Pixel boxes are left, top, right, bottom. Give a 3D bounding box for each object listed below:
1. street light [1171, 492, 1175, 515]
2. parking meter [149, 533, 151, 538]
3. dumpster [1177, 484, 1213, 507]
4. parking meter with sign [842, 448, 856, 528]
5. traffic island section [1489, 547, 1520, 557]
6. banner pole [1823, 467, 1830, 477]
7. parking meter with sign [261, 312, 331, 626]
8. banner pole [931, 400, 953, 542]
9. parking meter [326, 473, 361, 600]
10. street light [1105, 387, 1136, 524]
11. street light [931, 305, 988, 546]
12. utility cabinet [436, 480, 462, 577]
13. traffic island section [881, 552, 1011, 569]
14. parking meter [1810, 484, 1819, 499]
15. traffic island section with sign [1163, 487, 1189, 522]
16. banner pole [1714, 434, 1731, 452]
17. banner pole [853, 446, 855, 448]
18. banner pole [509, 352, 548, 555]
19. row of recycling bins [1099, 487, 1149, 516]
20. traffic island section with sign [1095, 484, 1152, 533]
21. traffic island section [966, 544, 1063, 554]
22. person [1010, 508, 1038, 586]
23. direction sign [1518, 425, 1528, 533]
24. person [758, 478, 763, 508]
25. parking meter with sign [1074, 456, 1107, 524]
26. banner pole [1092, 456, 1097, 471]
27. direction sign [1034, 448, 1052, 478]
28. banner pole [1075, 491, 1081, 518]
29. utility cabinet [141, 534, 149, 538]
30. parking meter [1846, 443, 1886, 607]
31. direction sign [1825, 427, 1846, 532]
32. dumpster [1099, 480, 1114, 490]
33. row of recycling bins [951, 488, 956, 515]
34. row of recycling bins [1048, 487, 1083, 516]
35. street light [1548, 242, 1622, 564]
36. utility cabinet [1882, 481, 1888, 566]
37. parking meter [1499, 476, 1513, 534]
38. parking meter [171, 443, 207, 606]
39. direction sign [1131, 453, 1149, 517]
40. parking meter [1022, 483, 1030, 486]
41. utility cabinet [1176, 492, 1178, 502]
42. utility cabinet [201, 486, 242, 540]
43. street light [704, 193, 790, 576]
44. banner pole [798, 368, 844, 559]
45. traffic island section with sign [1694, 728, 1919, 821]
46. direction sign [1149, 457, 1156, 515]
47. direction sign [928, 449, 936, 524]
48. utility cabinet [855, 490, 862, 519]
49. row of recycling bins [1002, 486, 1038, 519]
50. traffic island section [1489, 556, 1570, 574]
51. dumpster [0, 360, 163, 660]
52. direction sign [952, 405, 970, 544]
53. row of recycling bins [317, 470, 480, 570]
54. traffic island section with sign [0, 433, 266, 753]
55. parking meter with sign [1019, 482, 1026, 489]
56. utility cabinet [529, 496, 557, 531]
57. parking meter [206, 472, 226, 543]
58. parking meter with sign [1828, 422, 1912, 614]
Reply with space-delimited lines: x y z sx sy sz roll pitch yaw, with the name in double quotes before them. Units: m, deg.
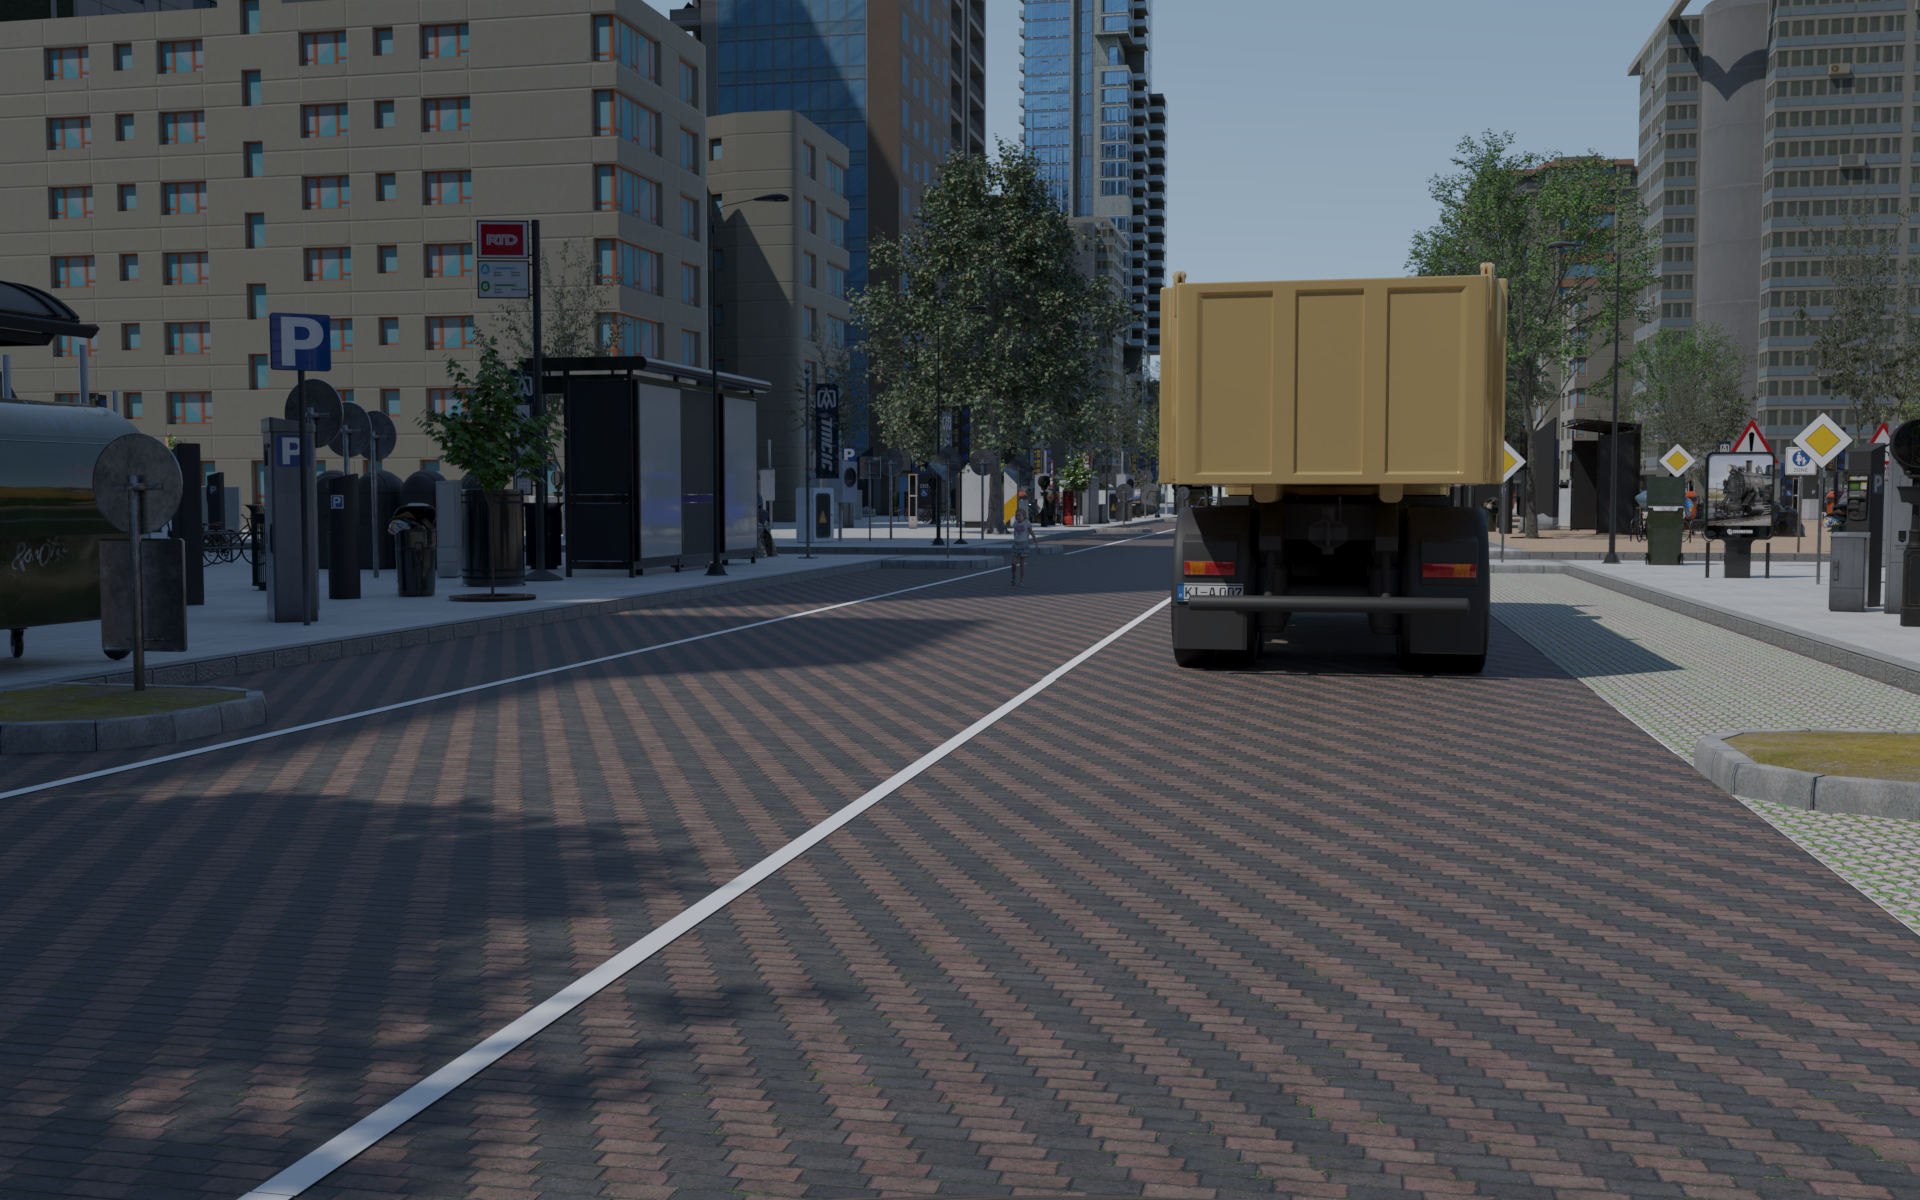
"street light" 13.816 -8.229 107.084 1.470 5.913 1.316 1 4 12
"parking meter" -10.856 -1.052 22.909 0.255 1.863 0.399 -2 4 -26
"dumpster" 12.944 -5.530 95.365 1.985 2.255 1.502 1 4 10
"parking meter with sign" -4.255 -4.278 66.213 0.543 3.016 1.738 0 4 -5
"traffic island section" 11.859 -1.102 40.295 2.009 0.180 2.903 1 4 12
"banner pole" 38.235 -5.287 76.466 0.863 3.779 0.401 -3 4 -38
"parking meter with sign" -6.772 -1.302 17.544 0.543 3.016 1.738 -2 4 -29
"banner pole" -0.443 -3.428 46.062 0.401 3.779 0.863 3 4 37
"parking meter" -7.543 -0.782 21.196 0.372 1.533 0.369 0 3 0
"street light" 6.899 -6.270 75.060 1.470 5.913 1.316 1 4 12
"street light" -0.009 -4.304 42.907 1.470 5.913 1.316 1 4 12
"utility cabinet" -7.948 -1.118 26.951 0.318 1.500 1.173 -1 4 -11
"traffic island section" -0.264 -0.760 34.714 2.009 0.180 2.903 1 4 12
"parking meter" 49.481 -5.786 100.308 0.255 1.863 0.399 -2 4 -33
"traffic island section with sign" 11.767 -5.043 91.081 1.989 1.847 2.006 1 4 12
"banner pole" 31.766 -5.037 72.364 0.401 3.779 0.863 -3 5 -41
"banner pole" -5.141 -5.449 79.111 0.863 3.779 0.401 1 4 22
"banner pole" -7.568 -2.485 30.648 0.863 3.779 0.401 0 4 -1
"row of recycling bins" 9.172 -5.705 100.394 3.534 1.692 1.069 0 4 0
"traffic island section with sign" 6.148 -3.430 64.715 1.989 1.847 2.006 1 4 12
"traffic island section" 1.404 -1.238 42.524 2.009 0.180 2.903 1 4 12
"person" 1.005 -0.827 27.029 0.505 1.210 0.382 1 4 23
"direction sign" 18.548 -3.967 56.859 0.379 3.537 0.876 3 5 43
"person" -4.953 -2.032 41.741 0.654 1.822 0.581 1 4 11
"parking meter with sign" 5.596 -4.740 73.768 0.543 3.016 1.738 3 5 41
"banner pole" 8.881 -7.600 114.269 0.401 3.779 0.863 -1 4 -19
"direction sign" 4.039 -5.678 84.825 0.876 3.537 0.379 1 4 10
"banner pole" 6.588 -6.421 95.000 0.401 3.779 0.863 2 4 33
"utility cabinet" -9.738 -0.547 20.099 0.306 1.237 1.020 0 4 -6
"parking meter" 10.288 -0.855 19.695 0.399 1.863 0.255 -3 4 -36
"direction sign" 29.634 -4.079 58.687 0.876 3.537 0.379 -1 4 -22
"dumpster" 8.833 -6.422 107.492 1.502 2.255 1.985 1 4 12
"row of recycling bins" 1.101 -6.037 105.818 3.534 1.692 1.069 -1 4 -22
"row of recycling bins" 5.749 -5.916 103.831 3.534 1.692 1.069 2 4 32
"street light" 11.506 -3.632 31.922 1.470 5.913 1.316 1 4 12
"utility cabinet" 16.321 -1.335 30.510 1.173 1.500 0.318 -3 4 -36
"parking meter" 17.528 -3.053 55.620 0.255 1.863 0.399 -2 4 -31
"parking meter" -8.946 -0.876 20.041 0.255 1.863 0.399 -3 5 -39
"direction sign" 9.890 -6.376 96.252 0.876 3.537 0.379 -1 4 -17
"parking meter" 3.527 -5.342 93.050 0.399 1.863 0.255 -2 4 -32
"utility cabinet" 14.768 -6.485 114.712 1.173 1.500 0.318 -1 4 -15
"utility cabinet" -20.325 -2.369 47.412 1.173 1.500 0.318 -1 4 -11
"street light" -3.315 -3.332 27.015 1.470 5.913 1.316 1 4 12
"banner pole" -2.800 -2.717 34.440 0.863 3.779 0.401 0 4 2
"traffic island section with sign" 4.725 0.015 8.389 1.989 1.847 2.006 1 4 12
"direction sign" 11.547 -6.955 105.706 0.876 3.537 0.379 -1 4 -21
"direction sign" -1.166 -4.967 73.208 0.379 3.537 0.876 0 4 4
"utility cabinet" -5.078 -4.793 87.039 0.318 1.500 1.173 0 4 -1
"row of recycling bins" 1.834 -4.709 84.105 3.534 1.692 1.069 0 4 -4
"traffic island section" 10.192 -0.624 32.485 2.009 0.180 2.903 1 4 12
"dumpster" -7.069 -0.620 12.628 1.502 2.255 1.985 1 4 12
"direction sign" 0.020 -3.199 44.299 0.379 3.537 0.876 -2 4 -29
"row of recycling bins" -9.464 -1.377 29.634 3.534 1.692 1.069 1 4 10
"traffic island section with sign" -5.411 -0.118 10.555 1.989 1.847 2.006 1 4 12
"parking meter with sign" 4.023 -7.140 112.996 0.543 3.016 1.738 0 4 -5
"utility cabinet" -13.704 -2.808 57.067 0.306 1.237 1.020 2 4 35
"parking meter" -19.719 -2.458 45.892 0.399 1.863 0.255 1 4 8
"parking meter with sign" 10.275 -1.357 18.453 1.738 3.016 0.543 2 4 33
